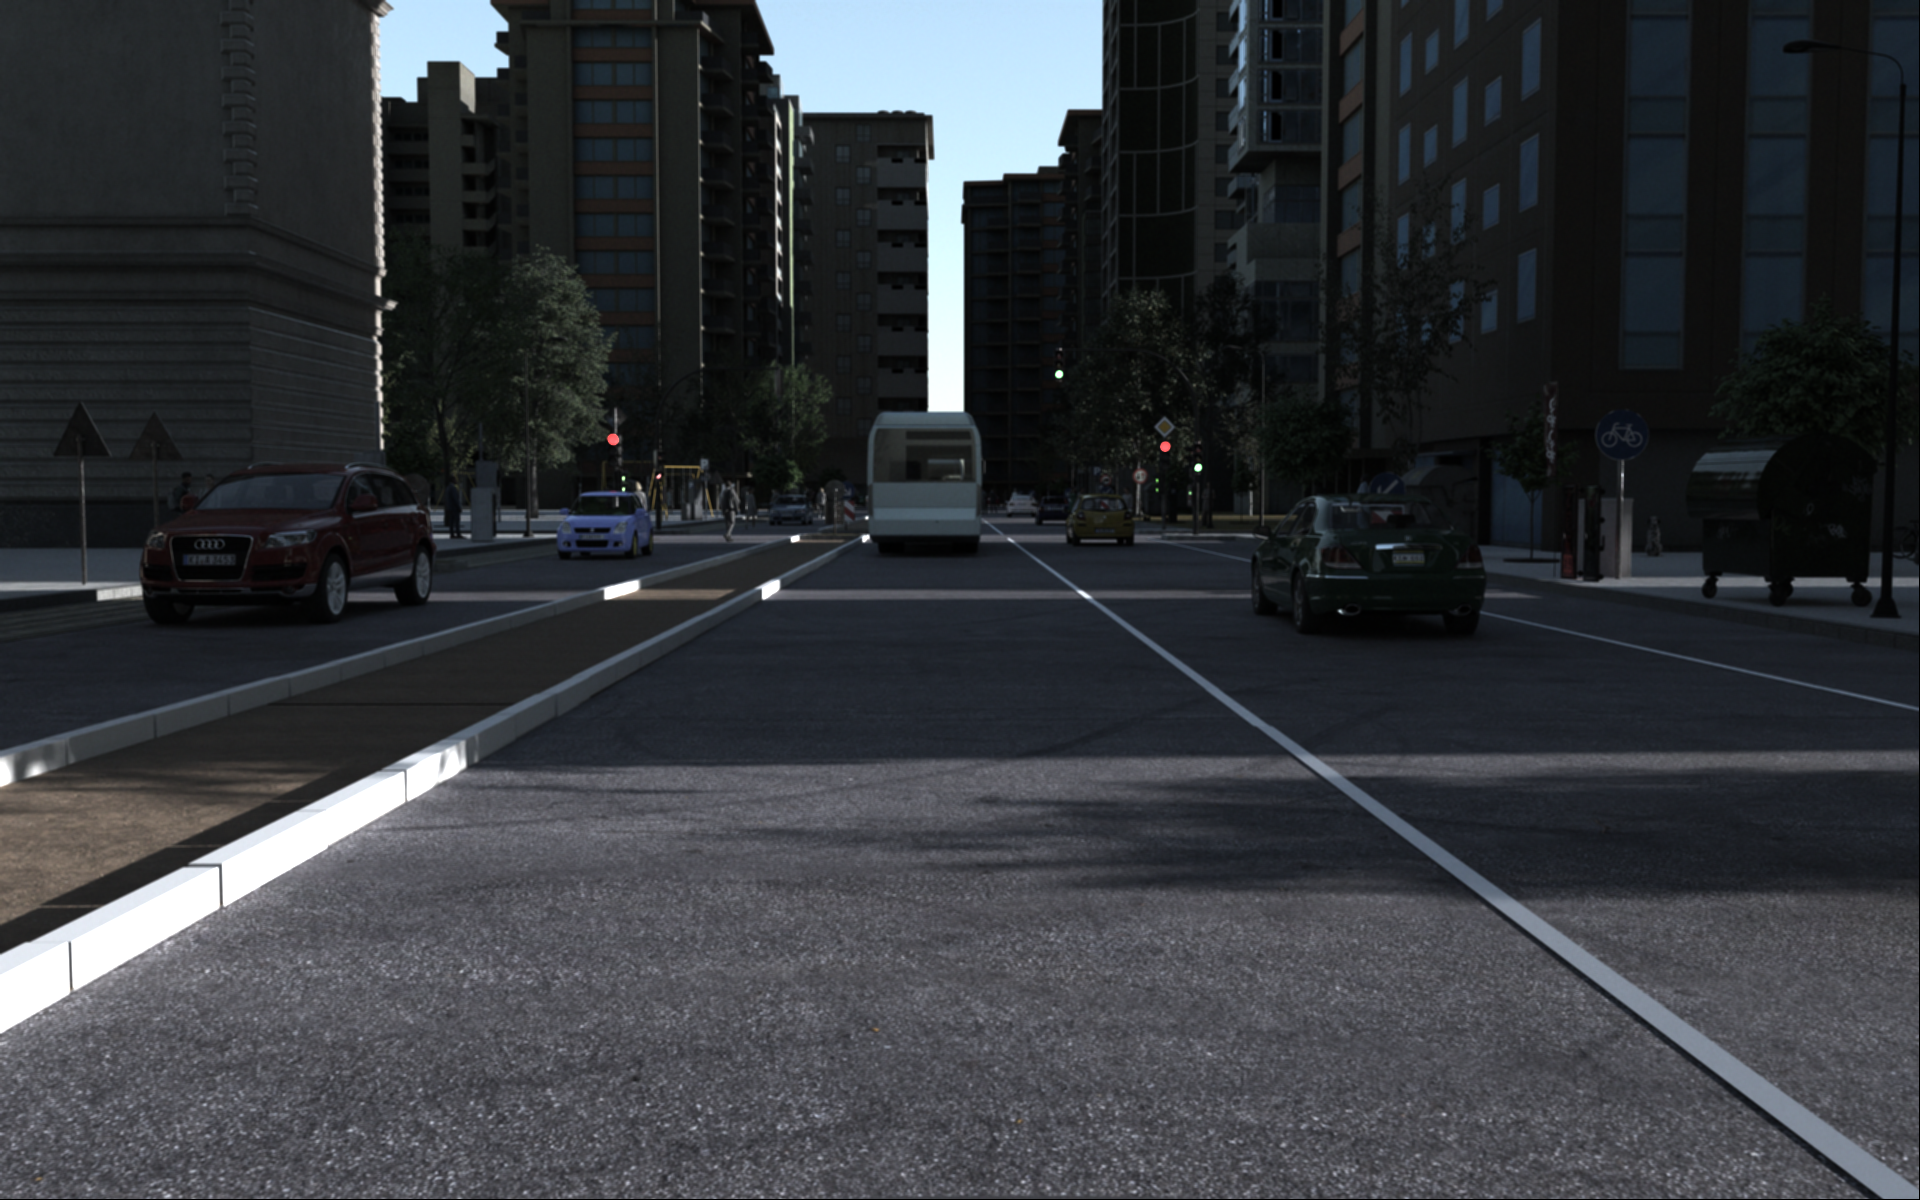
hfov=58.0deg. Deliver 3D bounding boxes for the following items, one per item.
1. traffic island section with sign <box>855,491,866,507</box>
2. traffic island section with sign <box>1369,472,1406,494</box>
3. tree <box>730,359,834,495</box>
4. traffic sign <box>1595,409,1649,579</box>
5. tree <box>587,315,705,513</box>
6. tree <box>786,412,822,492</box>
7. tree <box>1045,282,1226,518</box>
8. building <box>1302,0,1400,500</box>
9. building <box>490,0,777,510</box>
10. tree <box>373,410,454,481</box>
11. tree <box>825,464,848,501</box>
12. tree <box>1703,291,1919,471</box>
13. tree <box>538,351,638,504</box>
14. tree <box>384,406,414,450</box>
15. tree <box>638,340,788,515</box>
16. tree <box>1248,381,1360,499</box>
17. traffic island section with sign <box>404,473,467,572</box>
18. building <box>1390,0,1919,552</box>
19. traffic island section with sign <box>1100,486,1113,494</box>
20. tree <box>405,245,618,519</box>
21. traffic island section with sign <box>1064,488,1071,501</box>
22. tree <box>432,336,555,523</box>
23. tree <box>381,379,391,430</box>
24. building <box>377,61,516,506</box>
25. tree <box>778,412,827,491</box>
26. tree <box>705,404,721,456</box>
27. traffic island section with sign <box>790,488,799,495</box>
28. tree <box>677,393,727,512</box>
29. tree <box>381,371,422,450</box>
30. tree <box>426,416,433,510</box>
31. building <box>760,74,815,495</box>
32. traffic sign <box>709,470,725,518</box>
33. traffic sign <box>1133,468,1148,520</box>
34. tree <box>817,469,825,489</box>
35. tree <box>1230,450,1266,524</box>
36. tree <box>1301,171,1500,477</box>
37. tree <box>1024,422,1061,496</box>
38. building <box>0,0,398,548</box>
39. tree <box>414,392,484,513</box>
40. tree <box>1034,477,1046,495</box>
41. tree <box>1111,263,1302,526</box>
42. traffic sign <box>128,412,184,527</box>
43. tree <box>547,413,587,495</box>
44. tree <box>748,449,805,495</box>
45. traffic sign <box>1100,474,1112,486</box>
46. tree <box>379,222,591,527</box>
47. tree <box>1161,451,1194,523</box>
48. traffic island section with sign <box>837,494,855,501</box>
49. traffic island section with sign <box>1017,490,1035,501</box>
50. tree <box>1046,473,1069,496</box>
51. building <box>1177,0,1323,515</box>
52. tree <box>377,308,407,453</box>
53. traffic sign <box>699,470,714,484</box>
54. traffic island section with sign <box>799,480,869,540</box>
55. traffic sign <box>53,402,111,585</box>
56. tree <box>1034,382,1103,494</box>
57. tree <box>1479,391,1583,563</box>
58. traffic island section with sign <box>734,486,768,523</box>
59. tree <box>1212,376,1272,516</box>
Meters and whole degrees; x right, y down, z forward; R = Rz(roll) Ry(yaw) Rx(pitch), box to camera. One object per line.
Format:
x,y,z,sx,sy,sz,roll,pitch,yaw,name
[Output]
-11.441,-11.253,192.615,1.989,1.847,2.006,0,4,0,traffic island section with sign
7.586,-1.428,31.975,1.989,1.847,2.006,0,4,0,traffic island section with sign
-13.639,-12.599,131.753,9.928,11.665,9.643,0,3,0,tree
9.947,-1.590,26.107,0.768,2.556,0.104,1,4,8,traffic sign
-12.966,-7.426,71.770,4.360,8.622,3.978,0,3,0,tree
-14.078,-12.529,155.209,4.360,8.622,3.978,0,3,0,tree
9.590,-10.825,93.990,9.611,12.733,9.660,0,3,0,tree
29.152,-25.711,74.995,28.867,44.769,22.147,0,4,0,building
-27.974,-30.410,151.829,22.147,44.769,28.867,0,4,0,building
-12.925,-2.796,40.323,1.663,3.219,1.824,0,3,0,tree
-13.683,-12.338,185.432,4.285,4.588,4.351,0,3,0,tree
13.905,-2.718,28.151,4.285,4.588,4.351,0,3,0,tree
-23.729,-10.915,112.873,7.601,10.594,8.767,0,4,8,tree
-39.693,-10.522,122.398,4.360,8.622,3.978,0,3,0,tree
-13.993,-10.452,105.306,7.601,10.594,8.767,-3,4,-36,tree
10.021,-4.094,50.655,4.285,4.588,4.351,0,3,0,tree
-10.332,-1.450,32.332,1.989,1.847,2.006,0,4,0,traffic island section with sign
19.615,-24.054,43.402,14.600,45.320,14.200,0,4,0,building
7.212,-4.814,87.332,1.989,1.847,2.006,0,4,0,traffic island section with sign
-22.407,-11.229,90.252,9.857,13.997,8.962,0,3,0,tree
7.035,-6.462,114.286,1.989,1.847,2.006,0,4,0,traffic island section with sign
-20.592,-7.805,77.978,4.737,8.622,4.395,0,3,0,tree
-32.690,-9.368,87.573,8.767,10.594,7.601,0,4,-2,tree
-59.205,-35.193,199.114,21.600,48.544,21.300,0,4,0,building
-13.551,-12.065,147.629,4.737,8.622,4.395,0,3,0,tree
-17.871,-10.034,114.412,4.360,8.622,3.978,0,3,0,tree
-10.897,-6.470,114.416,1.989,1.847,2.006,0,4,0,traffic island section with sign
-17.948,-10.517,122.320,4.737,8.622,4.395,0,3,0,tree
-32.864,-8.849,95.050,4.737,8.622,4.395,0,3,0,tree
-40.099,-10.993,130.100,4.737,8.622,4.395,0,3,0,tree
-32.215,-35.361,197.752,30.456,49.044,23.786,0,4,0,building
-12.973,-5.649,92.363,0.884,2.594,0.081,0,4,5,traffic sign
8.916,-5.229,85.603,0.768,2.556,0.104,0,4,4,traffic sign
-14.145,-9.512,139.233,4.285,4.588,4.351,0,3,0,tree
12.264,-4.958,75.670,1.663,3.219,1.824,0,3,0,tree
9.913,-5.414,38.887,4.360,8.622,3.978,0,3,0,tree
8.829,-13.834,176.551,4.737,8.622,4.395,0,3,0,tree
-25.904,-13.216,44.961,19.941,23.489,11.050,0,4,0,building
-33.794,-10.172,116.667,4.360,8.622,3.978,0,3,0,tree
8.952,-12.143,193.133,1.663,3.219,1.824,0,3,0,tree
10.178,-8.265,69.539,7.601,10.594,8.767,0,4,-2,tree
-12.718,-1.676,27.405,0.884,2.594,0.081,0,4,1,traffic sign
-26.545,-10.368,119.880,4.360,8.622,3.978,0,3,0,tree
-13.440,-8.544,123.411,4.285,4.588,4.351,0,3,0,tree
9.389,-6.817,111.560,0.768,2.556,0.104,1,4,9,traffic sign
-20.164,-8.665,67.429,9.928,11.665,9.643,0,3,0,tree
9.708,-5.063,77.379,1.663,3.219,1.824,0,3,0,tree
-11.247,-9.510,164.109,1.989,1.847,2.006,0,4,0,traffic island section with sign
6.687,-9.516,164.222,1.989,1.847,2.006,0,4,0,traffic island section with sign
9.510,-10.230,161.864,1.663,3.219,1.824,0,3,0,tree
26.914,-49.292,118.595,22.319,86.520,31.000,0,4,0,building
-36.525,-12.203,106.182,9.857,13.997,8.962,0,3,0,tree
-13.249,-5.540,90.308,0.795,2.593,0.064,0,4,7,traffic sign
-3.999,-2.845,54.645,2.006,1.907,1.989,0,4,0,traffic island section with sign
-12.398,-1.495,24.455,0.884,2.594,0.081,1,4,9,traffic sign
8.732,-11.513,122.649,8.767,10.594,7.601,3,5,39,tree
10.912,-2.324,32.598,1.663,3.219,1.824,0,3,0,tree
-10.712,-4.791,86.955,1.989,1.847,2.006,0,4,0,traffic island section with sign
17.070,-9.317,102.688,4.360,8.622,3.978,0,3,0,tree
